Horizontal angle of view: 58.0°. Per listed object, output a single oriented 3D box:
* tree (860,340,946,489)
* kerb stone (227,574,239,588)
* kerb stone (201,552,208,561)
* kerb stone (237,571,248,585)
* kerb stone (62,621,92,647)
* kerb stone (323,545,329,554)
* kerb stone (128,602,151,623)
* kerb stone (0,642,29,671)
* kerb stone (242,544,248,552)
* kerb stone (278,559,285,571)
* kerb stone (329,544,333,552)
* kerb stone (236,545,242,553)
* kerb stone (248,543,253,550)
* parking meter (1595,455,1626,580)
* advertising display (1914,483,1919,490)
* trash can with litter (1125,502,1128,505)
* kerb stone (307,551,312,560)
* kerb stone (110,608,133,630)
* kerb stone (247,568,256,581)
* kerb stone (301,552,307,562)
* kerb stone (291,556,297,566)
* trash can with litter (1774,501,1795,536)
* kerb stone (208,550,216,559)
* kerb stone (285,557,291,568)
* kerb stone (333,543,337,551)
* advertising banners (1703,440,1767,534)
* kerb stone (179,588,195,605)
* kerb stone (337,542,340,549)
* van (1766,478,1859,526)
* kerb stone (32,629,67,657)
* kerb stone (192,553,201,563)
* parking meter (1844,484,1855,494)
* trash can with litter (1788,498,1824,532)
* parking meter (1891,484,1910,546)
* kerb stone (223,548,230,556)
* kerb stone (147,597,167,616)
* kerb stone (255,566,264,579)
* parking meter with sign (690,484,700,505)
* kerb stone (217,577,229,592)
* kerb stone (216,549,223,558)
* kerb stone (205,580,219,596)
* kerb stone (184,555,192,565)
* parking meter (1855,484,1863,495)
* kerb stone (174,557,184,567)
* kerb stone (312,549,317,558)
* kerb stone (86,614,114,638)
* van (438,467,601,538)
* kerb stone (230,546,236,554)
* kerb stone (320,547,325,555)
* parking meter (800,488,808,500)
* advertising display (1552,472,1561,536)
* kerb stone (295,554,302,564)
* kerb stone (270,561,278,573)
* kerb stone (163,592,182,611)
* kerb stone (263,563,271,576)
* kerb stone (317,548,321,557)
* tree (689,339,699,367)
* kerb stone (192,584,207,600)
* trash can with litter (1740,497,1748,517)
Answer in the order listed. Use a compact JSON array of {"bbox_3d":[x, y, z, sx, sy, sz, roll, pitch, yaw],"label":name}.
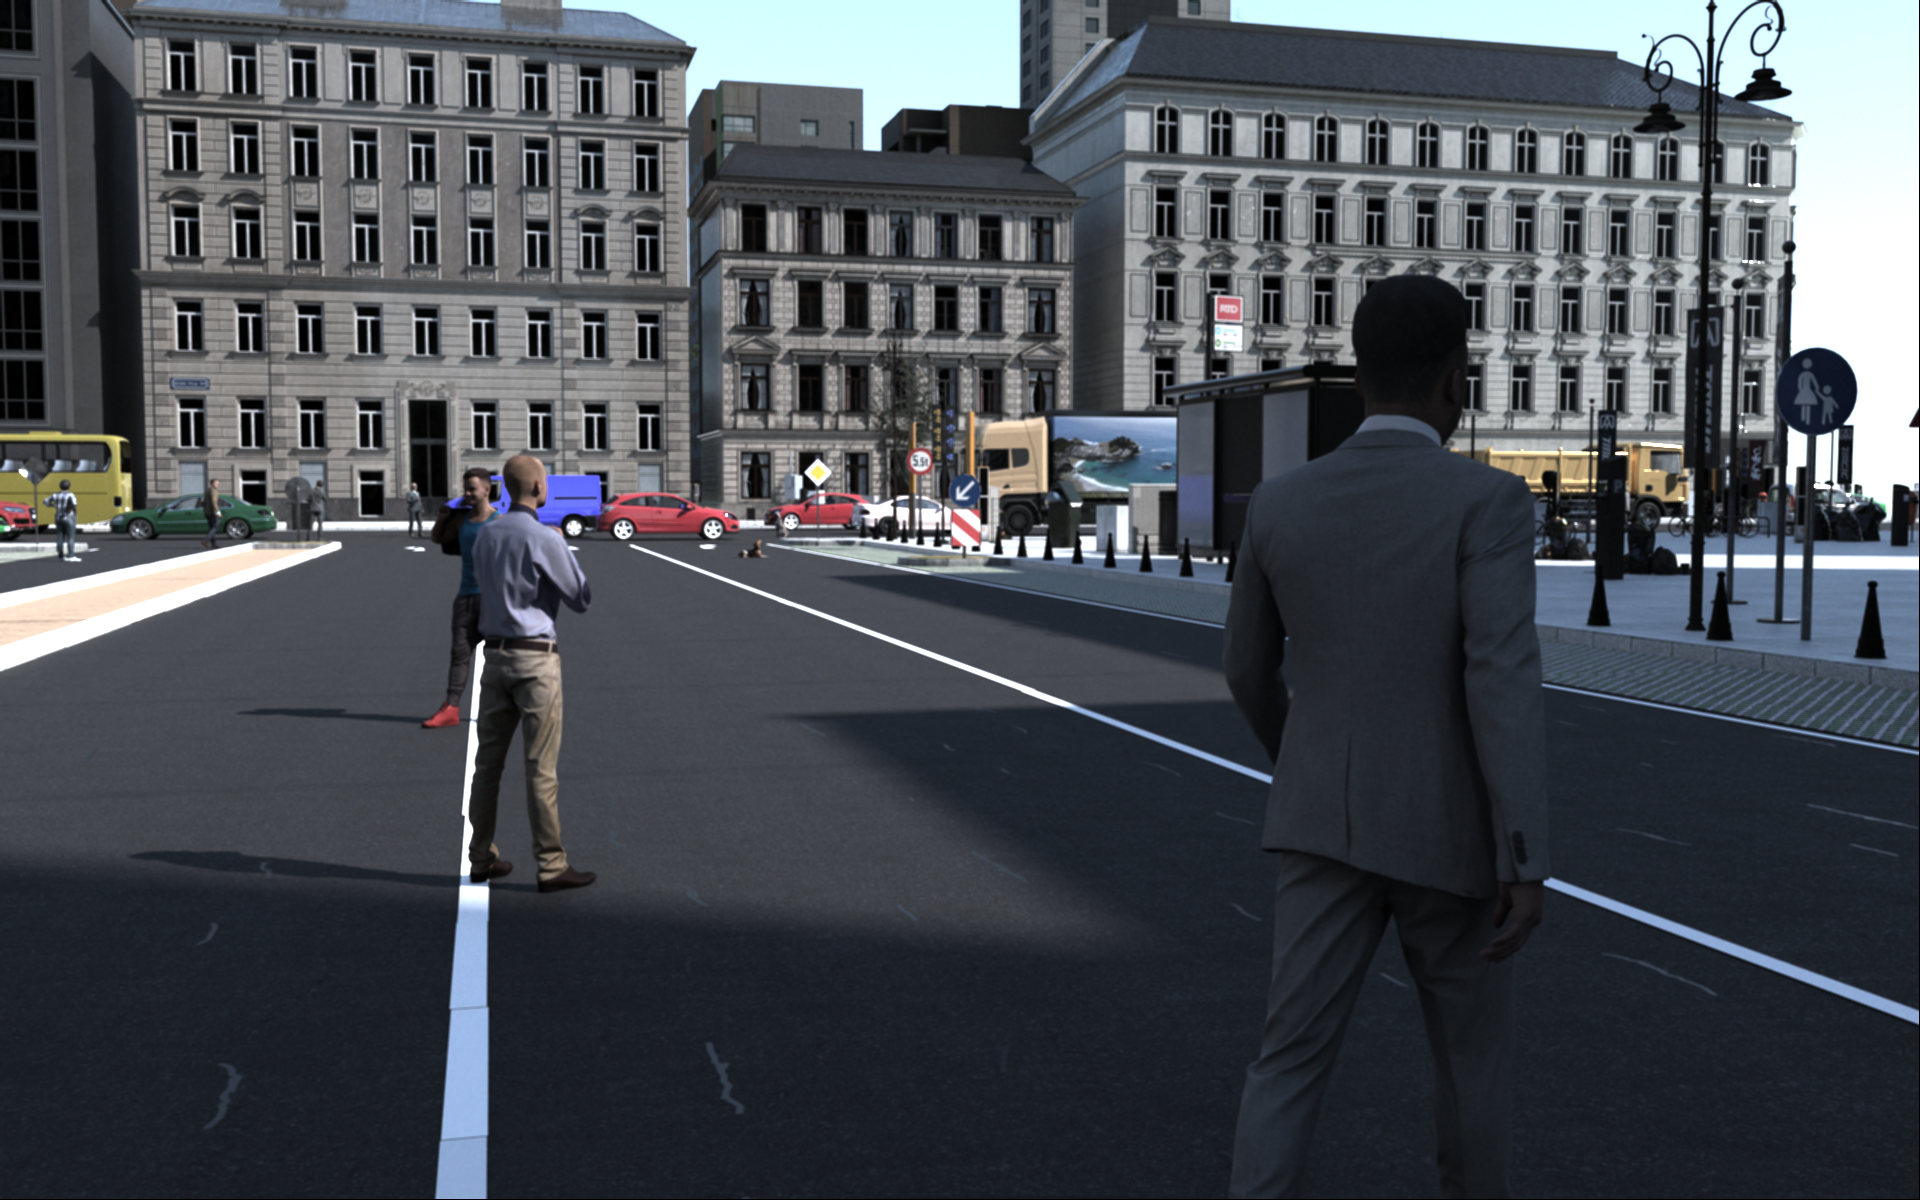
[{"bbox_3d":[-2.494,-8.112,82.994,4.360,8.622,3.978,0,3,0],"label":"tree"},{"bbox_3d":[-11.234,-0.266,26.546,0.120,0.150,1.000,-1,4,-15],"label":"kerb stone"},{"bbox_3d":[-16.203,-0.896,36.863,0.120,0.150,1.000,-1,4,-15],"label":"kerb stone"},{"bbox_3d":[-11.502,-0.327,27.536,0.120,0.150,1.000,-1,4,-15],"label":"kerb stone"},{"bbox_3d":[-8.545,0.342,16.645,0.120,0.150,1.000,-1,4,-15],"label":"kerb stone"},{"bbox_3d":[-15.260,-1.176,41.420,0.120,0.150,1.000,-1,4,-15],"label":"kerb stone"},{"bbox_3d":[-9.358,0.159,19.615,0.120,0.150,1.000,-1,4,-15],"label":"kerb stone"},{"bbox_3d":[-8.008,0.461,14.656,0.120,0.150,1.000,-1,4,-15],"label":"kerb stone"},{"bbox_3d":[-17.808,-1.261,42.813,0.120,0.150,1.000,-1,4,-15],"label":"kerb stone"},{"bbox_3d":[-12.839,-0.630,32.491,0.120,0.150,1.000,-1,4,-15],"label":"kerb stone"},{"bbox_3d":[-15.526,-1.237,42.417,0.120,0.150,1.000,-1,4,-15],"label":"kerb stone"},{"bbox_3d":[-17.540,-1.195,41.811,0.120,0.150,1.000,-1,4,-15],"label":"kerb stone"},{"bbox_3d":[-18.078,-1.315,43.802,0.120,0.150,1.000,-1,4,-15],"label":"kerb stone"},{"bbox_3d":[9.743,-1.238,25.959,0.399,1.863,0.255,-2,4,-28],"label":"parking meter"},{"bbox_3d":[54.193,-5.645,97.516,0.123,1.923,0.974,-2,4,-33],"label":"advertising display"},{"bbox_3d":[4.857,-2.351,49.830,0.624,1.170,1.055,-1,4,-21],"label":"trash can with litter"},{"bbox_3d":[-14.183,-0.933,37.458,0.120,0.150,1.000,-1,4,-15],"label":"kerb stone"},{"bbox_3d":[-9.086,0.222,18.624,0.120,0.150,1.000,-1,4,-15],"label":"kerb stone"},{"bbox_3d":[-11.766,-0.387,28.527,0.120,0.150,1.000,-1,4,-15],"label":"kerb stone"},{"bbox_3d":[-13.915,-0.872,36.463,0.120,0.150,1.000,-1,4,-15],"label":"kerb stone"},{"bbox_3d":[-13.375,-0.751,34.481,0.120,0.150,1.000,-1,4,-15],"label":"kerb stone"},{"bbox_3d":[26.068,-2.592,53.436,1.678,1.210,2.233,3,4,36],"label":"trash can with litter"},{"bbox_3d":[-16.465,-0.958,37.854,0.120,0.150,1.000,-1,4,-15],"label":"kerb stone"},{"bbox_3d":[-13.106,-0.690,33.483,0.120,0.150,1.000,-1,4,-15],"label":"kerb stone"},{"bbox_3d":[-15.794,-1.298,43.411,0.120,0.150,1.000,-1,4,-15],"label":"kerb stone"},{"bbox_3d":[25.066,-3.678,56.325,2.074,3.025,0.090,1,4,22],"label":"advertising banners"},{"bbox_3d":[-10.156,-0.024,22.587,0.120,0.150,1.000,-1,4,-15],"label":"kerb stone"},{"bbox_3d":[-16.060,-1.358,44.402,0.120,0.150,1.000,-1,4,-15],"label":"kerb stone"},{"bbox_3d":[32.870,-3.610,66.034,4.112,2.044,2.013,-1,4,-13],"label":"van"},{"bbox_3d":[-8.279,0.400,15.648,0.120,0.150,1.000,-1,4,-15],"label":"kerb stone"},{"bbox_3d":[-15.928,-0.836,35.872,0.120,0.150,1.000,-1,4,-15],"label":"kerb stone"},{"bbox_3d":[49.759,-5.590,97.109,0.255,1.863,0.399,-1,4,-17],"label":"parking meter"},{"bbox_3d":[27.442,-2.742,56.221,0.624,1.170,1.055,-3,5,-43],"label":"trash can with litter"},{"bbox_3d":[23.274,-2.107,42.864,0.372,1.533,0.369,0,3,0],"label":"parking meter"},{"bbox_3d":[-16.999,-1.079,39.833,0.120,0.150,1.000,-1,4,-15],"label":"kerb stone"},{"bbox_3d":[-9.626,0.097,20.605,0.120,0.150,1.000,-1,4,-15],"label":"kerb stone"},{"bbox_3d":[-12.036,-0.445,29.522,0.120,0.150,1.000,-1,4,-15],"label":"kerb stone"},{"bbox_3d":[-19.605,-8.054,127.947,1.738,3.016,0.543,-2,4,-27],"label":"parking meter with sign"},{"bbox_3d":[-10.959,-0.205,25.556,0.120,0.150,1.000,-1,4,-15],"label":"kerb stone"},{"bbox_3d":[-16.735,-1.018,38.843,0.120,0.150,1.000,-1,4,-15],"label":"kerb stone"},{"bbox_3d":[-10.687,-0.145,24.568,0.120,0.150,1.000,-1,4,-15],"label":"kerb stone"},{"bbox_3d":[-15.666,-0.776,34.881,0.120,0.150,1.000,-1,4,-15],"label":"kerb stone"},{"bbox_3d":[51.146,-5.683,98.630,0.399,1.863,0.255,0,4,-5],"label":"parking meter"},{"bbox_3d":[-15.391,-0.715,33.893,0.120,0.150,1.000,-1,4,-15],"label":"kerb stone"},{"bbox_3d":[-14.455,-0.992,38.447,0.120,0.150,1.000,-1,4,-15],"label":"kerb stone"},{"bbox_3d":[-8.815,0.279,17.634,0.120,0.150,1.000,-1,4,-15],"label":"kerb stone"},{"bbox_3d":[-14.257,-3.171,56.238,5.245,2.365,2.240,-1,4,-15],"label":"van"},{"bbox_3d":[-17.272,-1.139,40.821,0.120,0.150,1.000,-1,4,-15],"label":"kerb stone"},{"bbox_3d":[-14.991,-1.107,40.426,0.120,0.150,1.000,-1,4,-15],"label":"kerb stone"},{"bbox_3d":[-6.904,-4.175,76.678,0.372,1.533,0.369,0,3,0],"label":"parking meter"},{"bbox_3d":[17.202,-2.738,49.972,0.123,1.923,0.974,2,4,25],"label":"advertising display"},{"bbox_3d":[-13.644,-0.812,35.470,0.120,0.150,1.000,-1,4,-15],"label":"kerb stone"},{"bbox_3d":[-12.568,-0.569,31.501,0.120,0.150,1.000,-1,4,-15],"label":"kerb stone"},{"bbox_3d":[-9.886,0.037,21.596,0.120,0.150,1.000,-1,4,-15],"label":"kerb stone"},{"bbox_3d":[-12.302,-0.506,30.512,0.120,0.150,1.000,-1,4,-15],"label":"kerb stone"},{"bbox_3d":[-14.715,-1.048,39.438,0.120,0.150,1.000,-1,4,-15],"label":"kerb stone"},{"bbox_3d":[-26.108,-17.511,142.187,12.611,20.169,13.585,0,3,0],"label":"tree"},{"bbox_3d":[-10.427,-0.084,23.576,0.120,0.150,1.000,-1,4,-15],"label":"kerb stone"},{"bbox_3d":[43.618,-5.168,95.889,1.055,1.170,0.624,1,4,20],"label":"trash can with litter"}]
